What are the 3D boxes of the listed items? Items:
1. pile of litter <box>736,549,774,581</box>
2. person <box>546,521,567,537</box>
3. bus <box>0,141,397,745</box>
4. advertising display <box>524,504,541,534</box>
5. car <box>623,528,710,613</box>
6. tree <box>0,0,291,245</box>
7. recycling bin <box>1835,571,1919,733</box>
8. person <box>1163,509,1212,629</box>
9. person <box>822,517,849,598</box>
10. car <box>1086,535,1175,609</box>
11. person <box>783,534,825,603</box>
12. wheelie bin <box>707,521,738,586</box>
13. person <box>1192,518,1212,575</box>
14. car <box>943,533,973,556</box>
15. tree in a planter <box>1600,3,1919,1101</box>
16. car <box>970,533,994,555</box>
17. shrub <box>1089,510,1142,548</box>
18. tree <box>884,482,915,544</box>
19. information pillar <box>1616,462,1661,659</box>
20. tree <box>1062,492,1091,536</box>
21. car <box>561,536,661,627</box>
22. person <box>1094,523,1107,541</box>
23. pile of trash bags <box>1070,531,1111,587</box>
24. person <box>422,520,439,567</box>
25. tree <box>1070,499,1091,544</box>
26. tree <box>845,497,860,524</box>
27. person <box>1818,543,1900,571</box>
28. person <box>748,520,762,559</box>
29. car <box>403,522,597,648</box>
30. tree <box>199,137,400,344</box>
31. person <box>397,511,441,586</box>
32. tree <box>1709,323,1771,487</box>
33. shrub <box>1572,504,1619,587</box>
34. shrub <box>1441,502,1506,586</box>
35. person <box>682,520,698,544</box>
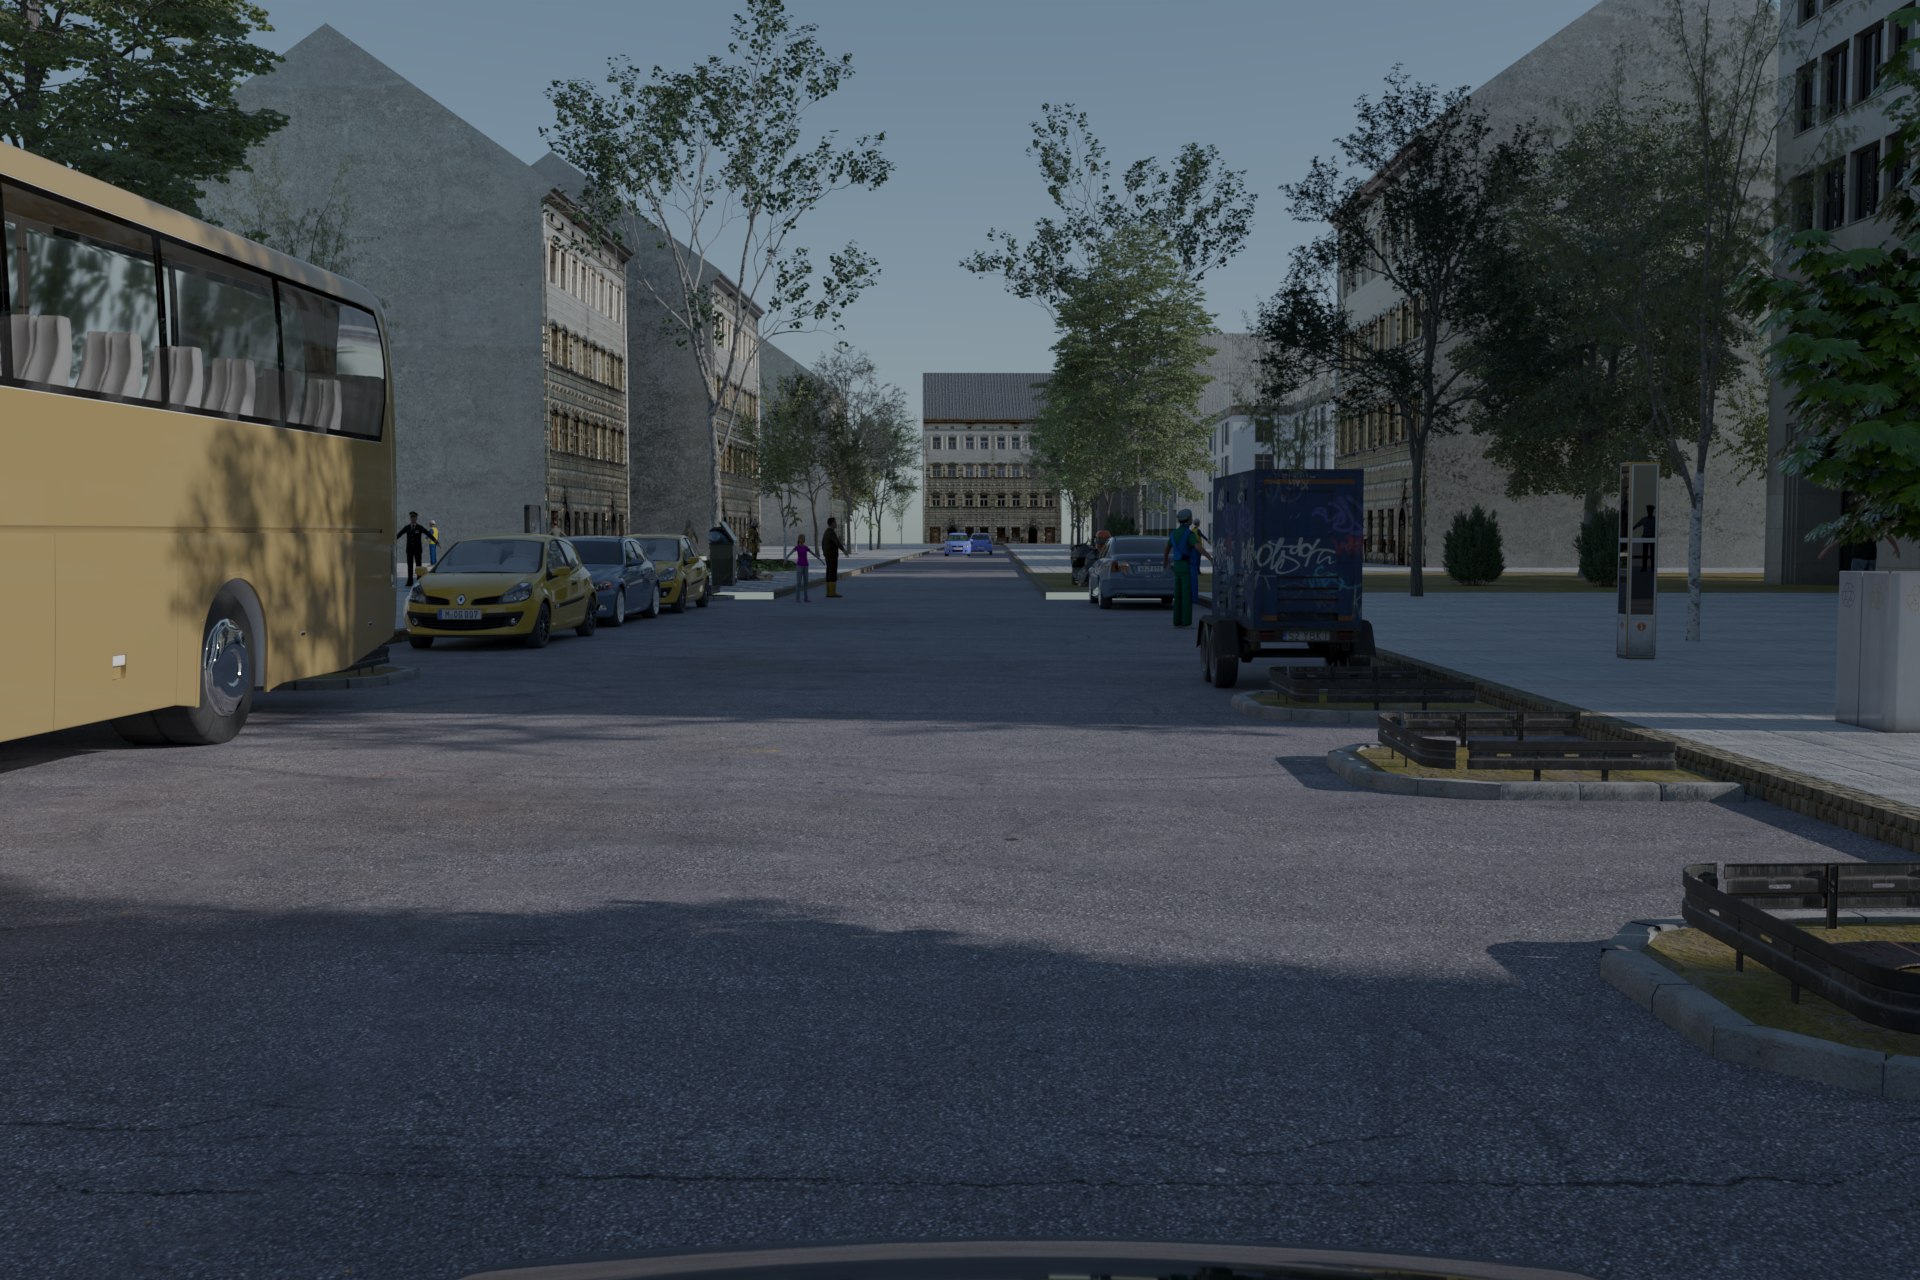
[{"bbox_3d":[-5.771,-2.103,48.342,1.176,0.858,1.719,0,4,3],"label":"pile of litter"},{"bbox_3d":[-16.380,-3.900,70.038,1.348,1.796,0.705,-3,4,-38],"label":"person"},{"bbox_3d":[-6.235,-1.065,8.963,2.896,3.916,12.252,0,4,1],"label":"bus"},{"bbox_3d":[-9.378,-2.008,38.050,0.123,1.923,0.974,0,4,1],"label":"advertising display"},{"bbox_3d":[-5.810,-1.364,32.517,2.015,1.641,3.980,0,4,1],"label":"car"},{"bbox_3d":[-12.471,-6.416,23.028,7.486,12.596,7.792,0,3,0],"label":"tree"},{"bbox_3d":[6.337,0.065,11.490,0.722,1.027,0.722,0,4,1],"label":"recycling bin"},{"bbox_3d":[3.441,-1.084,26.310,0.704,1.817,1.347,-2,4,-28],"label":"person"},{"bbox_3d":[-2.869,-1.868,39.138,0.704,1.812,1.346,-2,4,-27],"label":"person"},{"bbox_3d":[3.537,-1.369,34.382,2.014,1.417,4.499,0,4,0],"label":"car"},{"bbox_3d":[-3.273,-1.501,36.271,0.991,1.433,0.599,-2,4,-34],"label":"person"},{"bbox_3d":[-5.888,-2.143,42.939,0.693,1.594,0.980,0,4,3],"label":"wheelie bin"},{"bbox_3d":[7.492,-2.923,54.261,0.721,1.772,1.216,-2,4,-26],"label":"person"},{"bbox_3d":[-0.134,-6.258,111.908,1.945,1.707,3.694,0,4,1],"label":"car"},{"bbox_3d":[3.062,-0.483,5.119,1.991,3.239,1.994,0,4,1],"label":"tree in a planter"},{"bbox_3d":[1.401,-6.707,119.256,1.945,1.707,3.694,0,4,0],"label":"car"},{"bbox_3d":[4.961,-3.108,54.863,1.661,2.075,1.752,0,3,0],"label":"shrub"},{"bbox_3d":[-7.625,-17.245,232.320,4.360,8.622,3.978,0,3,0],"label":"tree"},{"bbox_3d":[6.975,-0.815,17.822,0.304,2.012,0.304,0,4,1],"label":"information pillar"},{"bbox_3d":[16.215,-17.047,229.077,4.360,8.622,3.978,0,3,0],"label":"tree"},{"bbox_3d":[-6.061,-0.995,28.266,2.014,1.417,4.499,0,4,1],"label":"car"},{"bbox_3d":[6.218,-4.059,73.173,1.217,1.733,0.721,0,4,6],"label":"person"},{"bbox_3d":[3.732,-2.086,43.859,1.912,1.369,3.447,0,4,-1],"label":"pile of trash bags"},{"bbox_3d":[-20.805,-3.808,68.233,0.705,1.833,1.349,0,4,6],"label":"person"},{"bbox_3d":[17.082,-17.371,234.372,4.737,8.622,4.395,0,3,0],"label":"tree"},{"bbox_3d":[-16.570,-19.220,232.373,7.486,12.596,7.792,0,3,0],"label":"tree"},{"bbox_3d":[13.843,-1.244,26.558,1.348,1.803,0.705,0,4,-8],"label":"person"},{"bbox_3d":[-8.541,-4.065,72.225,0.705,1.858,1.354,1,4,8],"label":"person"},{"bbox_3d":[-6.026,-0.777,22.935,2.015,1.641,3.980,0,4,1],"label":"car"},{"bbox_3d":[-12.019,-4.985,31.866,4.360,8.622,3.978,0,3,0],"label":"tree"},{"bbox_3d":[-13.385,-2.233,42.451,1.347,1.837,0.705,0,4,-5],"label":"person"},{"bbox_3d":[26.758,-6.508,56.768,4.737,8.622,4.395,0,3,0],"label":"tree"},{"bbox_3d":[15.804,-2.309,42.175,1.690,2.028,1.600,0,3,0],"label":"shrub"},{"bbox_3d":[12.807,-2.390,43.122,1.661,2.075,1.752,0,3,0],"label":"shrub"},{"bbox_3d":[-10.179,-3.590,64.818,0.705,1.813,1.348,2,4,29],"label":"person"}]
